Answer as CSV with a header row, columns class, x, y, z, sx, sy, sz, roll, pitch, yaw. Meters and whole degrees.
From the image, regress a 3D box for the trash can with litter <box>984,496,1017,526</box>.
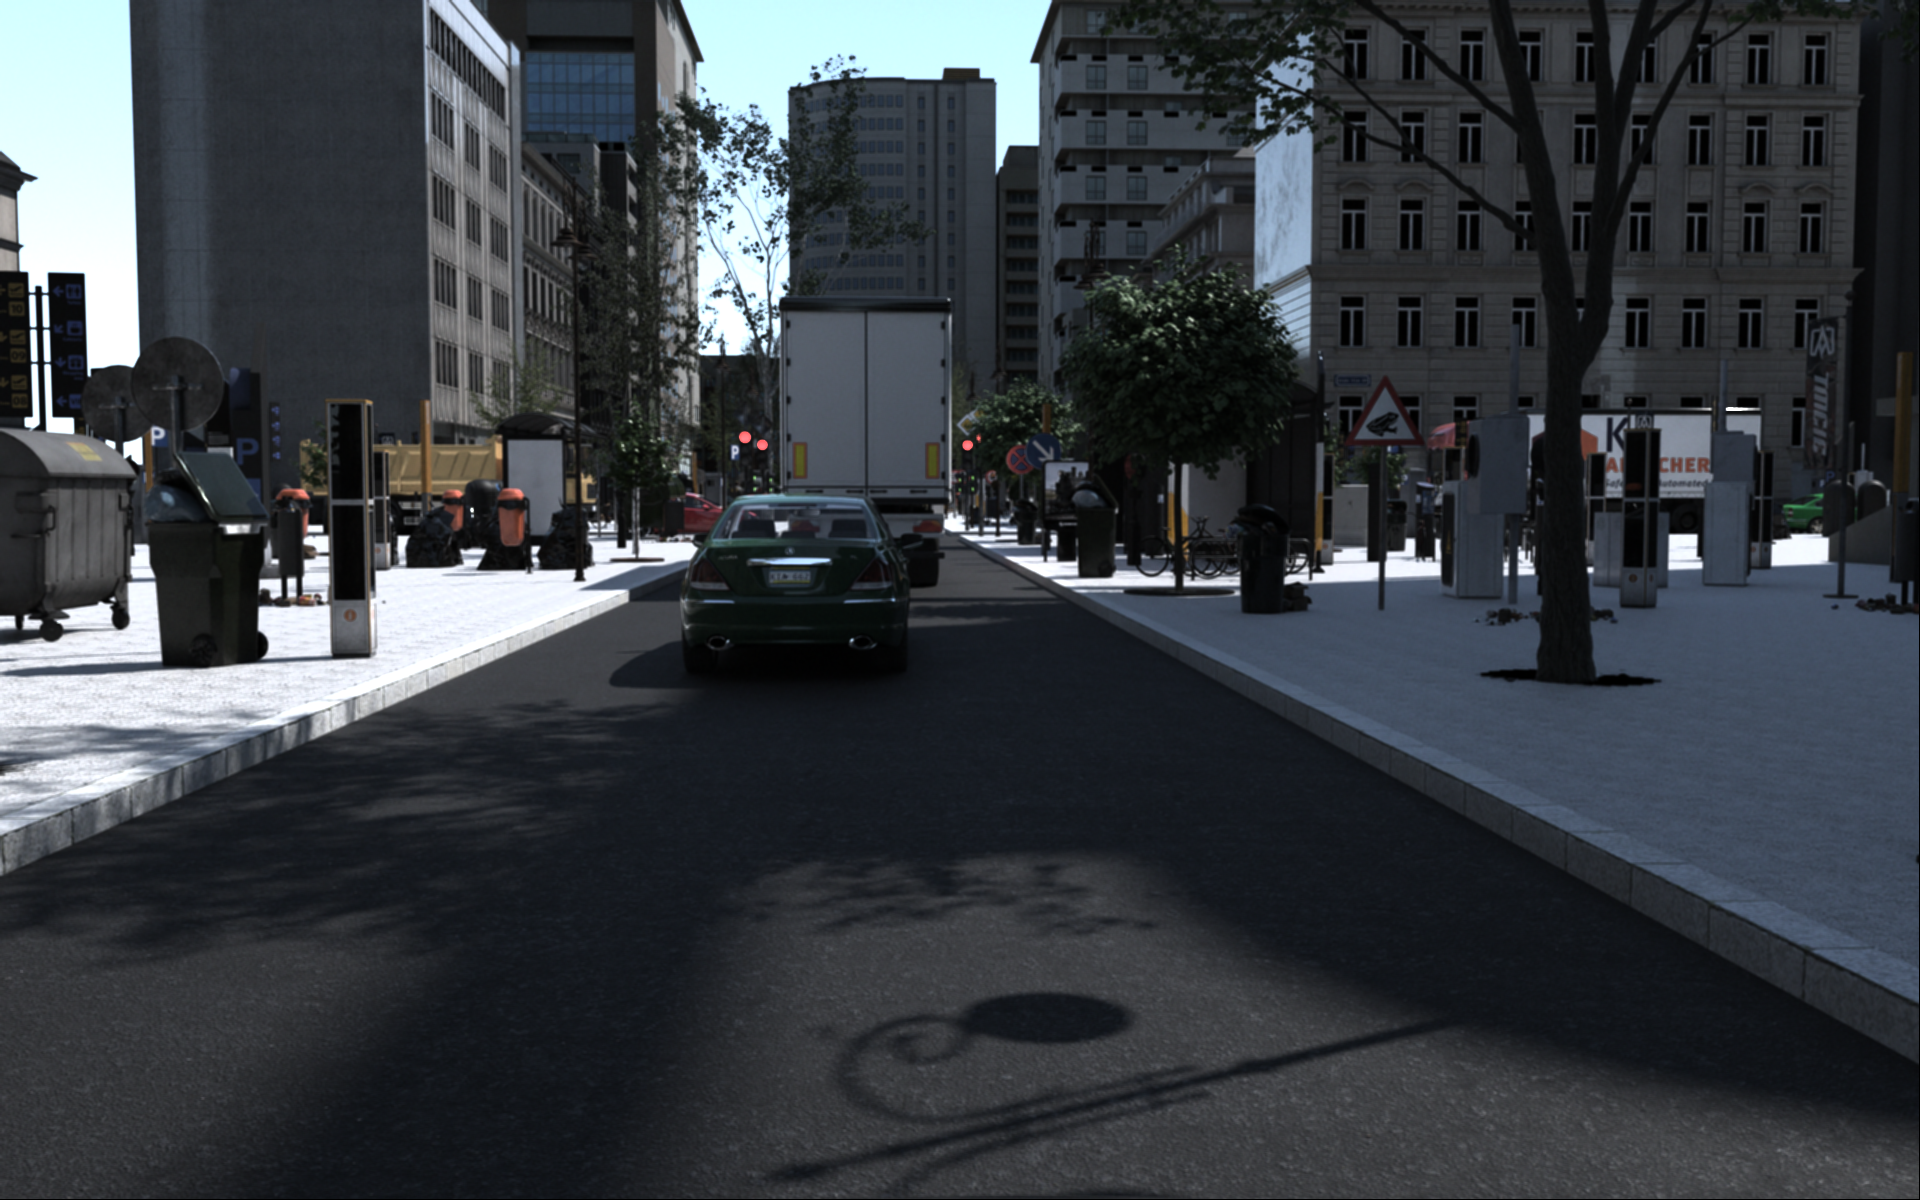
class,x,y,z,sx,sy,sz,roll,pitch,yaw
trash can with litter,1.681,-3.607,70.026,2.233,1.210,1.678,-3,4,-38

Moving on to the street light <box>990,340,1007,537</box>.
class,x,y,z,sx,sy,sz,roll,pitch,yaw
street light,1.147,-4.857,52.196,0.468,5.910,1.993,0,4,-3

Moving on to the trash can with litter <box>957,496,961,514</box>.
class,x,y,z,sx,sy,sz,roll,pitch,yaw
trash can with litter,0.172,-5.999,109.471,0.624,1.170,1.055,-1,4,-8

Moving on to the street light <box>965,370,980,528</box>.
class,x,y,z,sx,sy,sz,roll,pitch,yaw
street light,0.454,-5.627,64.787,0.468,5.910,1.993,0,4,-3

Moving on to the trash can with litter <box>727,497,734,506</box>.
class,x,y,z,sx,sy,sz,roll,pitch,yaw
trash can with litter,-10.134,-4.056,77.708,1.055,1.170,0.624,3,5,43

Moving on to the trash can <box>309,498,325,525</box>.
class,x,y,z,sx,sy,sz,roll,pitch,yaw
trash can,-26.510,-3.650,71.334,0.748,1.137,0.748,0,3,0

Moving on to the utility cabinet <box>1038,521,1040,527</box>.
class,x,y,z,sx,sy,sz,roll,pitch,yaw
utility cabinet,3.368,-3.418,67.053,1.020,1.237,0.306,1,4,9

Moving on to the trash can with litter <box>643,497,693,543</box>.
class,x,y,z,sx,sy,sz,roll,pitch,yaw
trash can with litter,-7.239,-2.146,46.145,2.233,1.210,1.678,0,4,1

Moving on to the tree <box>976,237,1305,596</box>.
class,x,y,z,sx,sy,sz,roll,pitch,yaw
tree,2.849,-2.366,22.398,4.285,4.588,4.351,0,3,0

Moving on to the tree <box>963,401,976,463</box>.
class,x,y,z,sx,sy,sz,roll,pitch,yaw
tree,1.756,-3.864,46.892,4.285,4.588,4.351,0,3,0

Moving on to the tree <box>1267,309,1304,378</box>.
class,x,y,z,sx,sy,sz,roll,pitch,yaw
tree,11.469,-7.213,68.289,4.737,8.622,4.395,0,3,0

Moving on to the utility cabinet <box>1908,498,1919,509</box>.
class,x,y,z,sx,sy,sz,roll,pitch,yaw
utility cabinet,56.216,-5.539,101.721,0.306,1.237,1.020,-1,4,-22

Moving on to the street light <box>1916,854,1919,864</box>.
class,x,y,z,sx,sy,sz,roll,pitch,yaw
street light,3.418,-2.021,5.825,0.468,5.910,1.993,0,4,-3

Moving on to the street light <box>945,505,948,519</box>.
class,x,y,z,sx,sy,sz,roll,pitch,yaw
street light,-0.699,-7.084,88.610,0.468,5.910,1.993,0,4,-3

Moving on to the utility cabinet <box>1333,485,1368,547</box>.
class,x,y,z,sx,sy,sz,roll,pitch,yaw
utility cabinet,9.400,-2.021,41.721,0.318,1.500,1.173,-3,5,-40

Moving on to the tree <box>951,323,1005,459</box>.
class,x,y,z,sx,sy,sz,roll,pitch,yaw
tree,-1.763,-12.851,120.485,12.009,13.543,11.850,0,3,0

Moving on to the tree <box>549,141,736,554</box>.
class,x,y,z,sx,sy,sz,roll,pitch,yaw
tree,-6.903,-5.297,36.965,4.360,8.622,3.978,0,3,0

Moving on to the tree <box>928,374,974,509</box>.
class,x,y,z,sx,sy,sz,roll,pitch,yaw
tree,-2.150,-13.636,141.070,7.486,12.596,7.792,0,3,0

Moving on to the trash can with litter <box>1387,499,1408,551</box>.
class,x,y,z,sx,sy,sz,roll,pitch,yaw
trash can with litter,9.790,-1.699,39.161,0.624,1.170,1.055,1,4,12

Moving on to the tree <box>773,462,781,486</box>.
class,x,y,z,sx,sy,sz,roll,pitch,yaw
tree,-8.963,-5.712,87.996,1.663,3.219,1.824,0,3,0

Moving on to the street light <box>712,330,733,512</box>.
class,x,y,z,sx,sy,sz,roll,pitch,yaw
street light,-6.690,-4.660,48.978,0.468,5.910,1.993,0,4,-3

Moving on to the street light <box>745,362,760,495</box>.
class,x,y,z,sx,sy,sz,roll,pitch,yaw
street light,-7.291,-5.387,60.864,0.468,5.910,1.993,0,4,-3

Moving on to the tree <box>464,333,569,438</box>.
class,x,y,z,sx,sy,sz,roll,pitch,yaw
tree,-19.944,-7.854,78.768,4.737,8.622,4.395,0,3,0

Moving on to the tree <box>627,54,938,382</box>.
class,x,y,z,sx,sy,sz,roll,pitch,yaw
tree,-6.742,-13.306,73.449,12.611,20.169,13.585,0,3,0

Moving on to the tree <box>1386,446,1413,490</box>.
class,x,y,z,sx,sy,sz,roll,pitch,yaw
tree,10.794,-3.060,44.631,1.663,3.219,1.824,0,3,0

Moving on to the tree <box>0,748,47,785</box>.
class,x,y,z,sx,sy,sz,roll,pitch,yaw
tree,-4.974,-5.002,7.536,9.928,11.665,9.643,0,3,0

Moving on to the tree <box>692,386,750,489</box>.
class,x,y,z,sx,sy,sz,roll,pitch,yaw
tree,-16.176,-10.298,118.737,4.737,8.622,4.395,0,3,0

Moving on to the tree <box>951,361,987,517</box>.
class,x,y,z,sx,sy,sz,roll,pitch,yaw
tree,-0.150,-8.842,94.929,4.737,8.622,4.395,0,3,0

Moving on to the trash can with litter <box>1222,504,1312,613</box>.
class,x,y,z,sx,sy,sz,roll,pitch,yaw
trash can with litter,3.381,-0.460,18.905,0.624,1.170,1.055,3,5,40

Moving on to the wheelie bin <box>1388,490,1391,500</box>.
class,x,y,z,sx,sy,sz,roll,pitch,yaw
wheelie bin,12.786,-2.765,53.121,0.980,1.594,0.693,3,5,44

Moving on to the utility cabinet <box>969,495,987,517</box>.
class,x,y,z,sx,sy,sz,roll,pitch,yaw
utility cabinet,0.997,-5.331,98.331,1.020,1.237,0.306,1,4,13

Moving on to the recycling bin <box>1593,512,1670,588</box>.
class,x,y,z,sx,sy,sz,roll,pitch,yaw
recycling bin,9.270,-0.696,23.932,0.722,1.027,0.722,-1,4,-19

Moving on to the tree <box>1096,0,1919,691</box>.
class,x,y,z,sx,sy,sz,roll,pitch,yaw
tree,4.223,-5.257,11.709,9.928,11.665,9.643,0,3,0

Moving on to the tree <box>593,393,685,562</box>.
class,x,y,z,sx,sy,sz,roll,pitch,yaw
tree,-6.241,-2.337,32.807,1.663,3.219,1.824,0,3,0

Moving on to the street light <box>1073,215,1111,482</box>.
class,x,y,z,sx,sy,sz,roll,pitch,yaw
street light,2.200,-3.441,29.048,0.468,5.910,1.993,0,4,-3

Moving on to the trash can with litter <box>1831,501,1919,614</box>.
class,x,y,z,sx,sy,sz,roll,pitch,yaw
trash can with litter,10.557,-0.497,19.176,1.678,1.210,2.233,1,4,16

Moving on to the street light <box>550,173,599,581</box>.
class,x,y,z,sx,sy,sz,roll,pitch,yaw
street light,-5.607,-3.215,25.353,0.468,5.910,1.993,0,4,-3

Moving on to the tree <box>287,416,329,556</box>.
class,x,y,z,sx,sy,sz,roll,pitch,yaw
tree,-12.973,-2.559,36.442,1.663,3.219,1.824,0,3,0

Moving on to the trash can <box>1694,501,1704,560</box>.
class,x,y,z,sx,sy,sz,roll,pitch,yaw
trash can,14.597,-1.337,33.506,0.748,1.137,0.748,0,3,0

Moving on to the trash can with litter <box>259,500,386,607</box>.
class,x,y,z,sx,sy,sz,roll,pitch,yaw
trash can with litter,-7.927,-0.574,20.449,1.678,1.210,2.233,-3,5,-40

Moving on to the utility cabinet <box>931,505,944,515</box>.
class,x,y,z,sx,sy,sz,roll,pitch,yaw
utility cabinet,-1.358,-5.471,100.614,0.306,1.237,1.020,3,5,41

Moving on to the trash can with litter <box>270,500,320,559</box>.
class,x,y,z,sx,sy,sz,roll,pitch,yaw
trash can with litter,-13.183,-1.401,34.296,1.055,1.170,0.624,1,4,16

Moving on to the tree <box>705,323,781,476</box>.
class,x,y,z,sx,sy,sz,roll,pitch,yaw
tree,-9.642,-9.755,93.905,8.767,10.594,7.601,0,4,-4

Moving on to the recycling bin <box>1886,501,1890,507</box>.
class,x,y,z,sx,sy,sz,roll,pitch,yaw
recycling bin,34.175,-3.125,63.645,0.722,1.027,0.722,-1,4,-15

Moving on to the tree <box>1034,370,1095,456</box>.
class,x,y,z,sx,sy,sz,roll,pitch,yaw
tree,5.535,-9.316,102.685,4.360,8.622,3.978,0,3,0

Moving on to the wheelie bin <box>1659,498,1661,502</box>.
class,x,y,z,sx,sy,sz,roll,pitch,yaw
wheelie bin,19.880,-2.598,50.391,0.980,1.594,0.693,-3,4,-39

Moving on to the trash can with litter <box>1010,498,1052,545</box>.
class,x,y,z,sx,sy,sz,roll,pitch,yaw
trash can with litter,1.808,-1.977,43.712,0.624,1.170,1.055,3,5,45

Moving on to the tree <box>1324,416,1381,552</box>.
class,x,y,z,sx,sy,sz,roll,pitch,yaw
tree,8.128,-2.692,38.613,1.663,3.219,1.824,0,3,0

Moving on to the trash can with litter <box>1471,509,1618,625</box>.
class,x,y,z,sx,sy,sz,roll,pitch,yaw
trash can with litter,5.921,-0.409,17.750,2.233,1.210,1.678,-3,4,-38

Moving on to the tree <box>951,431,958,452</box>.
class,x,y,z,sx,sy,sz,roll,pitch,yaw
tree,-2.265,-11.088,131.658,4.360,8.622,3.978,0,3,0
